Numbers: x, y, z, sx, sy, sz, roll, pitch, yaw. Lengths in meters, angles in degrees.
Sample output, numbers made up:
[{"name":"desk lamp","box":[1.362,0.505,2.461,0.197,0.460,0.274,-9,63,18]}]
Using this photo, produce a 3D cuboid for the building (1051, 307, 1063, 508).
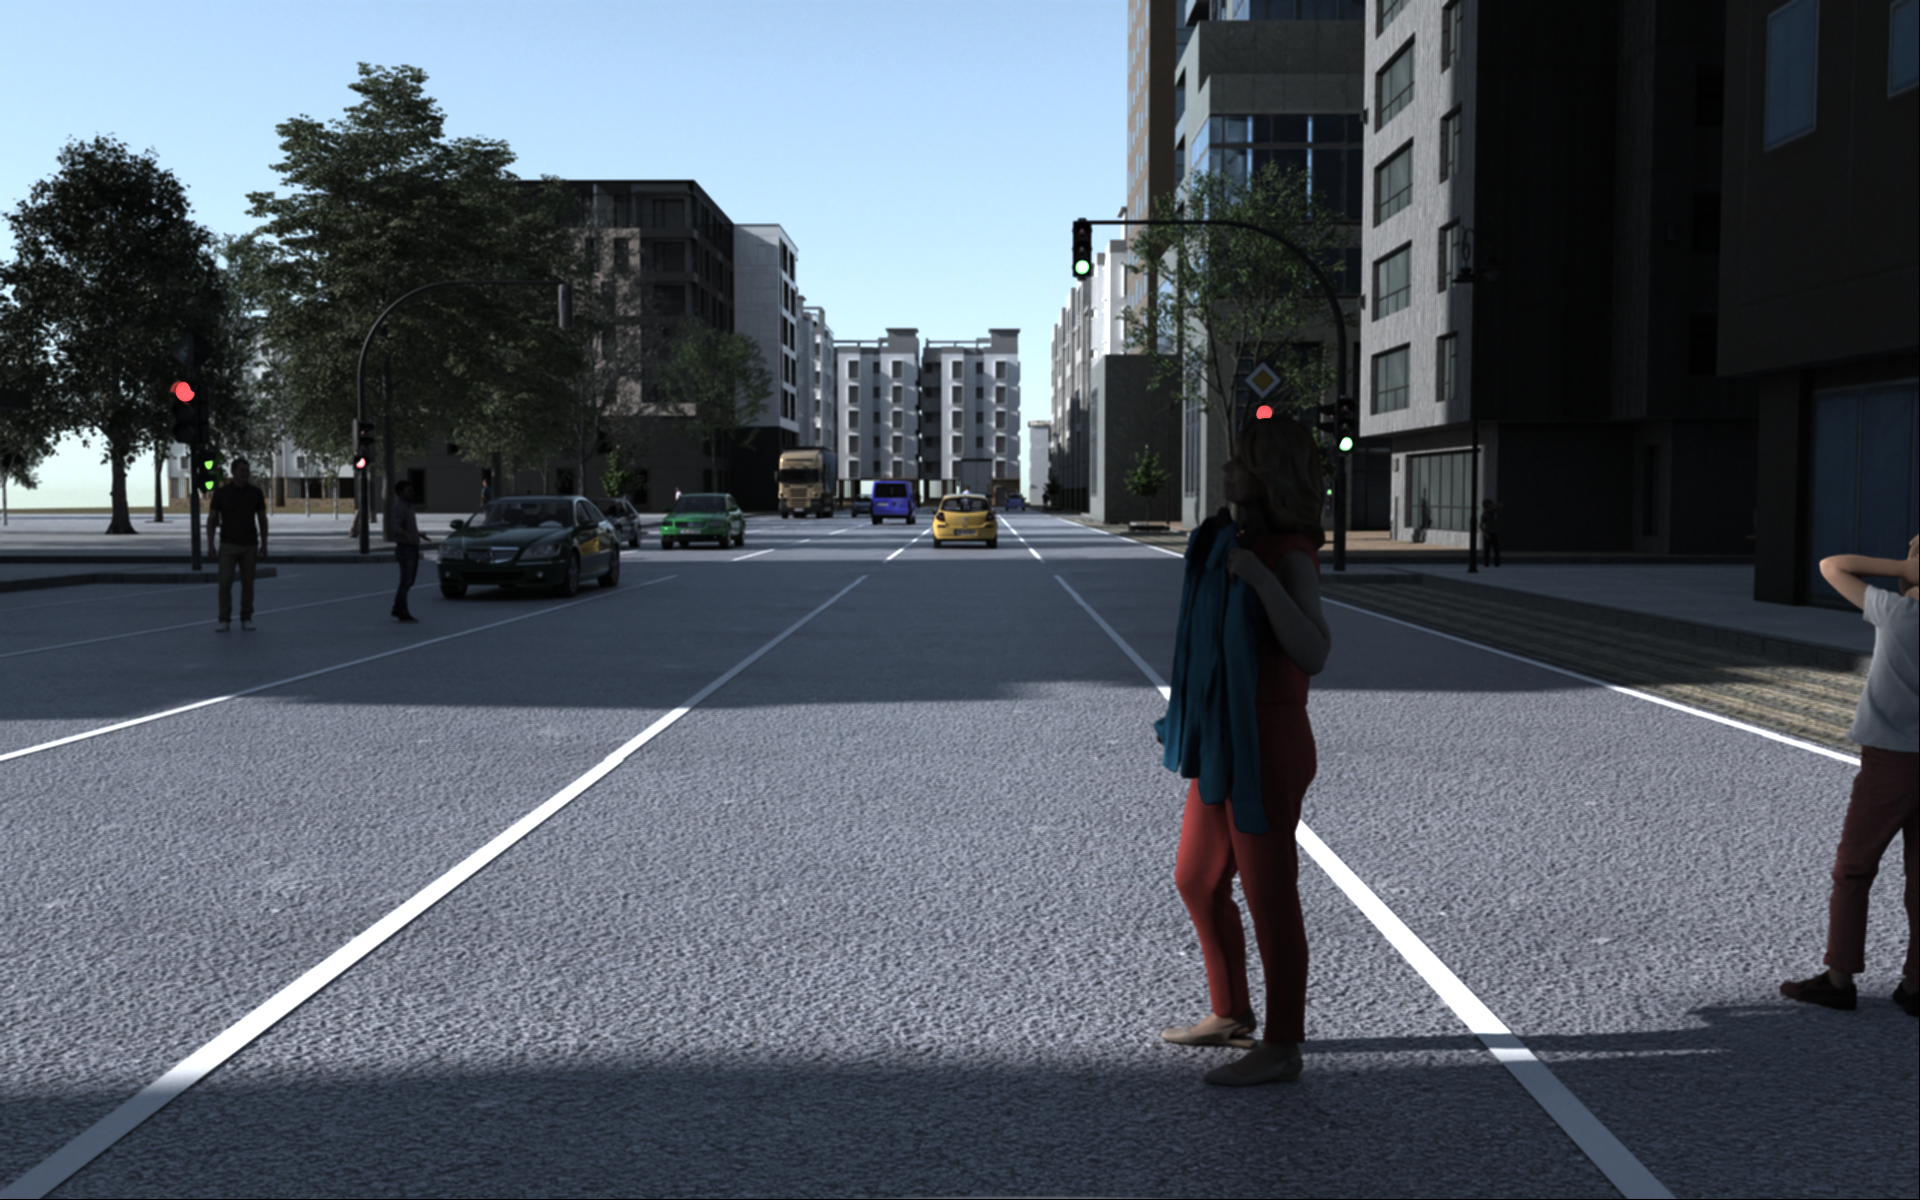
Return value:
[{"name":"building","box":[18.103,-18.724,172.589,16.747,18.905,31.486,0,4,1]}]

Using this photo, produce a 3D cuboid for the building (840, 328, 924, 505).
[{"name":"building","box":[-10.450,-21.245,203.781,11.380,20.091,16.016,0,4,1]}]

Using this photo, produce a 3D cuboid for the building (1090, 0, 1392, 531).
[{"name":"building","box":[17.792,-46.470,72.449,22.319,86.520,31.000,0,4,1]}]

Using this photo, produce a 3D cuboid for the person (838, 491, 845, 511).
[{"name":"person","box":[-10.215,-8.521,148.731,0.530,1.710,0.541,-1,4,-17]}]

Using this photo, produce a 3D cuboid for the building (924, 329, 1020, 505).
[{"name":"building","box":[1.263,-21.282,204.387,11.380,20.091,16.016,0,4,1]}]

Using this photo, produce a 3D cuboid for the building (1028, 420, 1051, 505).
[{"name":"building","box":[21.973,-15.865,201.537,28.070,9.664,9.099,0,4,1]}]

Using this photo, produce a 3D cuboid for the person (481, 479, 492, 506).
[{"name":"person","box":[-16.772,-3.385,61.518,0.598,1.807,0.434,-3,5,-44]}]

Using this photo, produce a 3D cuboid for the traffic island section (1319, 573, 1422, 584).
[{"name":"traffic island section","box":[6.358,-0.411,28.994,2.009,0.180,2.903,0,4,1]}]

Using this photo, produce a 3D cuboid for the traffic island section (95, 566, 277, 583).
[{"name":"traffic island section","box":[-12.883,-0.423,29.199,2.009,0.180,2.903,0,4,1]}]

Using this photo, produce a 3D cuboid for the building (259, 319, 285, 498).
[{"name":"building","box":[-65.047,-22.388,210.024,32.646,21.610,27.936,0,4,1]}]

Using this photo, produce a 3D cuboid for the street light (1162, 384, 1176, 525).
[{"name":"street light","box":[8.772,-6.120,72.850,0.468,5.910,1.993,0,4,1]}]

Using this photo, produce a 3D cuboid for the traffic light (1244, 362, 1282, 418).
[{"name":"traffic light","box":[6.401,-2.932,36.866,0.839,4.253,0.868,0,4,1]}]

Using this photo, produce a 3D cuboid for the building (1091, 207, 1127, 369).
[{"name":"building","box":[17.221,-16.105,119.738,16.016,20.091,11.380,0,4,1]}]

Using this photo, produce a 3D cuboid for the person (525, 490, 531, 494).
[{"name":"person","box":[-15.260,-3.242,62.233,0.799,1.438,0.628,-3,5,-42]}]

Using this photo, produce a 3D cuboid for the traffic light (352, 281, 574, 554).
[{"name":"traffic light","box":[-10.667,-3.816,37.062,4.771,5.953,1.251,0,4,1]}]

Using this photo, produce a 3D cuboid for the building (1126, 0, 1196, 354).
[{"name":"building","box":[17.590,-27.776,104.254,14.600,45.320,14.200,0,4,1]}]

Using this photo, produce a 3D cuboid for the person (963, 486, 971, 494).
[{"name":"person","box":[0.445,-4.634,84.132,0.709,1.838,0.599,3,5,43]}]

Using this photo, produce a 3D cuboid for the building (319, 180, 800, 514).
[{"name":"building","box":[-27.621,-17.451,129.299,27.936,21.610,32.646,0,4,1]}]

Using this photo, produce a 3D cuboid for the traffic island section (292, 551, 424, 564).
[{"name":"traffic island section","box":[-12.799,-0.912,37.184,2.009,0.180,2.903,0,4,1]}]

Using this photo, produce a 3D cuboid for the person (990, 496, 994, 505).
[{"name":"person","box":[3.018,-10.013,172.943,0.721,1.736,1.217,-2,4,-32]}]

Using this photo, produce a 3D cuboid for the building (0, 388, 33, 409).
[{"name":"building","box":[-30.106,-22.184,17.331,28.867,44.769,22.147,0,4,1]}]

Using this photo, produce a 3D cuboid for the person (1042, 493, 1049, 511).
[{"name":"person","box":[7.206,-8.364,146.164,0.541,1.710,0.530,0,4,-3]}]

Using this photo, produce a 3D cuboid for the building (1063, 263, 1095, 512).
[{"name":"building","box":[17.795,-16.802,141.164,16.747,18.905,31.486,0,4,1]}]

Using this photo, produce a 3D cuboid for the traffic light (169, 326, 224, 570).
[{"name":"traffic light","box":[-12.843,-2.455,29.064,0.839,4.253,0.868,0,4,1]}]

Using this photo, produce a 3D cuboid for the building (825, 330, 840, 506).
[{"name":"building","box":[-19.160,-19.859,181.110,11.380,20.091,16.016,0,4,1]}]

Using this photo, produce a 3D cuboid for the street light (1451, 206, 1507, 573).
[{"name":"street light","box":[8.387,-3.386,28.146,0.468,5.910,1.993,0,4,1]}]

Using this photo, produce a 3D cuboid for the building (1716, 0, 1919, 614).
[{"name":"building","box":[16.033,-22.177,12.705,14.600,45.320,14.200,0,4,1]}]

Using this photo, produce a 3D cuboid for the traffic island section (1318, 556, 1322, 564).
[{"name":"traffic island section","box":[6.441,-0.899,36.979,2.009,0.180,2.903,0,4,1]}]

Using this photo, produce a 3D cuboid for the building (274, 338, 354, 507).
[{"name":"building","box":[-62.354,-19.855,181.050,11.380,20.091,16.016,0,4,1]}]

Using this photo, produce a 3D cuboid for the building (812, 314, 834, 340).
[{"name":"building","box":[-32.398,-22.394,210.124,32.646,21.610,27.936,0,4,1]}]

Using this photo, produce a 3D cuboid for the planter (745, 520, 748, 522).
[{"name":"planter","box":[-11.928,-4.146,88.925,1.991,0.319,1.994,0,4,1]}]

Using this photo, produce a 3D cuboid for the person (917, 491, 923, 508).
[{"name":"person","box":[-4.119,-10.251,176.816,0.721,1.735,1.217,-2,4,-29]}]

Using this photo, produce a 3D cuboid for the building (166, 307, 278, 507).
[{"name":"building","box":[-74.277,-19.894,181.686,11.380,20.091,16.016,0,4,1]}]

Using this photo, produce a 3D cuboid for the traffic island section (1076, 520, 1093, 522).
[{"name":"traffic island section","box":[6.985,-4.075,89.486,1.991,0.108,1.994,0,4,1]}]

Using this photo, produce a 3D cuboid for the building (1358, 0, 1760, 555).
[{"name":"building","box":[18.029,-16.475,41.068,14.107,30.474,14.160,0,4,1]}]

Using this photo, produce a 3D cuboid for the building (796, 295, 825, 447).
[{"name":"building","box":[-21.521,-18.733,162.700,16.016,20.091,11.380,0,4,1]}]

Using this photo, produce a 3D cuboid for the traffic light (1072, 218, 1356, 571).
[{"name":"traffic light","box":[4.225,-3.308,28.761,4.771,5.953,1.251,0,4,1]}]

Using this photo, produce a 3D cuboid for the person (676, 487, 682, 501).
[{"name":"person","box":[-17.143,-6.007,105.187,0.436,1.711,0.756,-2,4,-25]}]
